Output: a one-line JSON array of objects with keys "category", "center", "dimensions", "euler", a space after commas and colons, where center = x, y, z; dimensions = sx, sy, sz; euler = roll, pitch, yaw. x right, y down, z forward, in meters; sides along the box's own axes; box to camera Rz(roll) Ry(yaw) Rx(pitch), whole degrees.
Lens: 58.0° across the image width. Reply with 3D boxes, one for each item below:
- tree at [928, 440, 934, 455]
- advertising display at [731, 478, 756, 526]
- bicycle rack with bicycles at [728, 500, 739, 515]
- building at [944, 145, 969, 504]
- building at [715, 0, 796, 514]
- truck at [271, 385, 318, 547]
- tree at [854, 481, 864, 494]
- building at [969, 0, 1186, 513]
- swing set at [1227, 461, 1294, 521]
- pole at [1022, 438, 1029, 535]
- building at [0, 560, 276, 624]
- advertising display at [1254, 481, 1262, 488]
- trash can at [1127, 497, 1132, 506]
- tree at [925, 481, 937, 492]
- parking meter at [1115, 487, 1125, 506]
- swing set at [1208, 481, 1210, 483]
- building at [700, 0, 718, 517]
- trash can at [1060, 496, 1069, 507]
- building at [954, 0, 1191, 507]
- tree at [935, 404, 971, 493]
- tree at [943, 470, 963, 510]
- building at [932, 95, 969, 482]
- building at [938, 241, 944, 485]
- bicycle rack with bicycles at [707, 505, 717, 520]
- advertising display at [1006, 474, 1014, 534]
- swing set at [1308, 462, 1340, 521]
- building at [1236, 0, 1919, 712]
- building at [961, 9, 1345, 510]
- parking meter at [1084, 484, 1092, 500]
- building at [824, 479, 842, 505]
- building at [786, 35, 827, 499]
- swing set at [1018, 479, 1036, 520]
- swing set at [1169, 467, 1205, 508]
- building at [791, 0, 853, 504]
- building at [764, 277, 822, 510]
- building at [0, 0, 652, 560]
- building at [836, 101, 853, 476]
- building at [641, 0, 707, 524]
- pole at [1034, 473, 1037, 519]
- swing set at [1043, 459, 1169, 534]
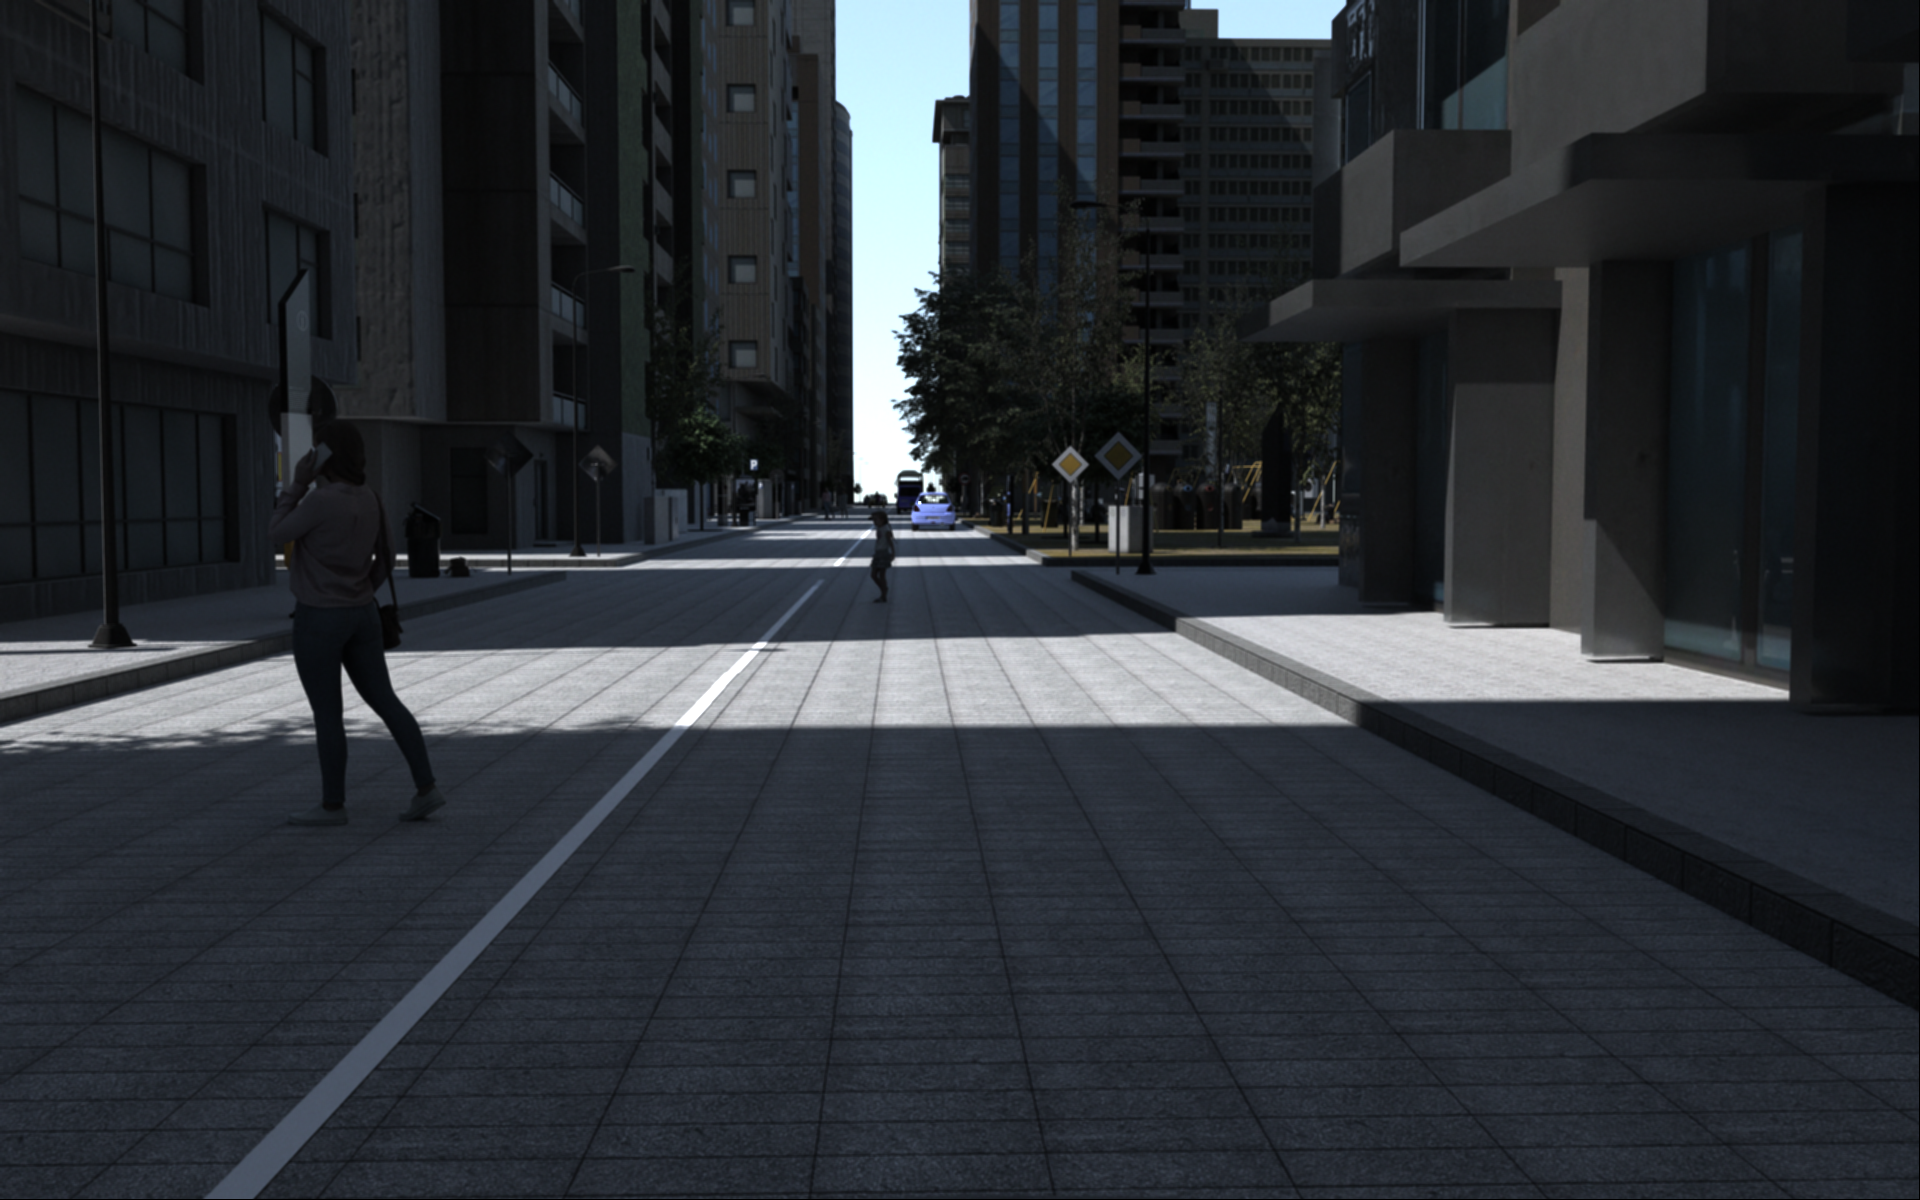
[{"category": "tree", "center": [-1.704, -15.004, 195.672], "dimensions": [4.737, 8.622, 4.395], "euler": [0, 3, 0]}, {"category": "advertising display", "center": [-8.664, -3.927, 69.416], "dimensions": [0.974, 1.923, 0.123], "euler": [-1, 4, -13]}, {"category": "bicycle rack with bicycles", "center": [-14.032, -5.532, 103.836], "dimensions": [2.925, 0.926, 2.852], "euler": [-3, 5, -45]}, {"category": "building", "center": [5.047, -31.942, 205.843], "dimensions": [14.154, 41.232, 14.086], "euler": [0, 4, -2]}, {"category": "building", "center": [-26.000, -32.633, 122.793], "dimensions": [28.713, 52.752, 27.495], "euler": [0, 4, -2]}, {"category": "truck", "center": [-17.519, -2.562, 30.807], "dimensions": [11.283, 4.237, 2.839], "euler": [0, 4, -4]}, {"category": "tree", "center": [-14.579, -15.506, 248.130], "dimensions": [1.663, 3.219, 1.824], "euler": [0, 3, 0]}, {"category": "building", "center": [7.820, -28.957, 123.559], "dimensions": [14.600, 45.320, 14.200], "euler": [0, 4, -2]}, {"category": "swing set", "center": [14.472, -5.260, 83.620], "dimensions": [2.862, 2.851, 3.119], "euler": [0, 4, 3]}, {"category": "pole", "center": [2.075, -3.725, 54.747], "dimensions": [0.158, 3.312, 0.155], "euler": [0, 3, 0]}, {"category": "building", "center": [-15.573, -20.572, 19.952], "dimensions": [14.086, 41.232, 14.154], "euler": [0, 4, -2]}, {"category": "advertising display", "center": [15.465, -5.087, 88.378], "dimensions": [0.974, 1.923, 0.123], "euler": [-1, 4, -8]}, {"category": "trash can", "center": [8.839, -4.875, 91.355], "dimensions": [0.748, 1.137, 0.748], "euler": [0, 3, 0]}, {"category": "tree", "center": [-4.569, -16.440, 263.397], "dimensions": [1.663, 3.219, 1.824], "euler": [0, 3, 0]}, {"category": "parking meter", "center": [5.721, -3.275, 61.957], "dimensions": [0.372, 1.533, 0.369], "euler": [0, 3, 0]}, {"category": "swing set", "center": [16.188, -6.103, 97.400], "dimensions": [2.862, 2.851, 3.119], "euler": [-2, 4, -26]}, {"category": "building", "center": [-20.667, -27.089, 93.021], "dimensions": [14.600, 45.320, 14.200], "euler": [0, 4, -2]}, {"category": "trash can", "center": [6.521, -5.921, 108.457], "dimensions": [0.748, 1.137, 0.748], "euler": [0, 3, 0]}, {"category": "building", "center": [10.978, -52.371, 168.931], "dimensions": [22.319, 86.520, 31.000], "euler": [0, 4, -2]}, {"category": "tree", "center": [1.610, -9.842, 111.273], "dimensions": [4.737, 8.622, 4.395], "euler": [0, 3, 0]}, {"category": "tree", "center": [-0.593, -8.914, 140.342], "dimensions": [1.663, 3.219, 1.824], "euler": [0, 3, 0]}, {"category": "building", "center": [10.938, -39.015, 227.129], "dimensions": [28.713, 52.752, 27.495], "euler": [0, 4, -2]}, {"category": "building", "center": [7.921, -36.746, 255.419], "dimensions": [22.147, 44.769, 28.867], "euler": [0, 4, -2]}, {"category": "bicycle rack with bicycles", "center": [-13.714, -4.359, 84.652], "dimensions": [2.852, 0.926, 2.925], "euler": [-2, 4, -33]}, {"category": "advertising display", "center": [1.616, -3.102, 55.932], "dimensions": [0.123, 1.923, 0.974], "euler": [0, 4, -5]}, {"category": "swing set", "center": [17.993, -5.067, 80.458], "dimensions": [2.862, 2.851, 3.119], "euler": [-1, 4, -9]}, {"category": "building", "center": [15.319, -23.920, 10.702], "dimensions": [23.786, 49.044, 30.456], "euler": [0, 4, -2]}, {"category": "building", "center": [16.391, -27.595, 143.058], "dimensions": [32.217, 40.220, 23.993], "euler": [0, 4, -2]}, {"category": "parking meter", "center": [7.184, -5.580, 96.942], "dimensions": [0.399, 1.863, 0.255], "euler": [-1, 4, -8]}, {"category": "building", "center": [-30.466, -31.443, 205.968], "dimensions": [32.217, 40.220, 23.993], "euler": [0, 4, -2]}, {"category": "building", "center": [-20.701, -32.020, 173.635], "dimensions": [14.600, 45.320, 14.200], "euler": [0, 4, -2]}, {"category": "swing set", "center": [4.806, -5.423, 86.285], "dimensions": [2.862, 2.851, 3.119], "euler": [-1, 4, -22]}, {"category": "swing set", "center": [13.493, -6.423, 102.634], "dimensions": [2.862, 2.851, 3.119], "euler": [-2, 4, -26]}, {"category": "building", "center": [-24.448, -48.303, 228.003], "dimensions": [20.563, 71.187, 20.611], "euler": [0, 4, -2]}, {"category": "building", "center": [-26.739, -18.767, 151.881], "dimensions": [27.650, 21.520, 28.899], "euler": [0, 4, -2]}, {"category": "building", "center": [-15.666, -21.895, 41.580], "dimensions": [14.154, 41.232, 14.086], "euler": [0, 4, -2]}, {"category": "building", "center": [-26.546, -43.468, 252.701], "dimensions": [21.231, 58.520, 28.212], "euler": [0, 4, -2]}, {"category": "building", "center": [-18.385, -18.332, 71.423], "dimensions": [14.160, 30.474, 14.107], "euler": [0, 4, -2]}, {"category": "pole", "center": [3.891, -5.822, 89.025], "dimensions": [0.158, 3.312, 0.155], "euler": [0, 3, 0]}, {"category": "swing set", "center": [4.738, -3.635, 57.051], "dimensions": [3.119, 2.851, 2.862], "euler": [-1, 4, -21]}]
